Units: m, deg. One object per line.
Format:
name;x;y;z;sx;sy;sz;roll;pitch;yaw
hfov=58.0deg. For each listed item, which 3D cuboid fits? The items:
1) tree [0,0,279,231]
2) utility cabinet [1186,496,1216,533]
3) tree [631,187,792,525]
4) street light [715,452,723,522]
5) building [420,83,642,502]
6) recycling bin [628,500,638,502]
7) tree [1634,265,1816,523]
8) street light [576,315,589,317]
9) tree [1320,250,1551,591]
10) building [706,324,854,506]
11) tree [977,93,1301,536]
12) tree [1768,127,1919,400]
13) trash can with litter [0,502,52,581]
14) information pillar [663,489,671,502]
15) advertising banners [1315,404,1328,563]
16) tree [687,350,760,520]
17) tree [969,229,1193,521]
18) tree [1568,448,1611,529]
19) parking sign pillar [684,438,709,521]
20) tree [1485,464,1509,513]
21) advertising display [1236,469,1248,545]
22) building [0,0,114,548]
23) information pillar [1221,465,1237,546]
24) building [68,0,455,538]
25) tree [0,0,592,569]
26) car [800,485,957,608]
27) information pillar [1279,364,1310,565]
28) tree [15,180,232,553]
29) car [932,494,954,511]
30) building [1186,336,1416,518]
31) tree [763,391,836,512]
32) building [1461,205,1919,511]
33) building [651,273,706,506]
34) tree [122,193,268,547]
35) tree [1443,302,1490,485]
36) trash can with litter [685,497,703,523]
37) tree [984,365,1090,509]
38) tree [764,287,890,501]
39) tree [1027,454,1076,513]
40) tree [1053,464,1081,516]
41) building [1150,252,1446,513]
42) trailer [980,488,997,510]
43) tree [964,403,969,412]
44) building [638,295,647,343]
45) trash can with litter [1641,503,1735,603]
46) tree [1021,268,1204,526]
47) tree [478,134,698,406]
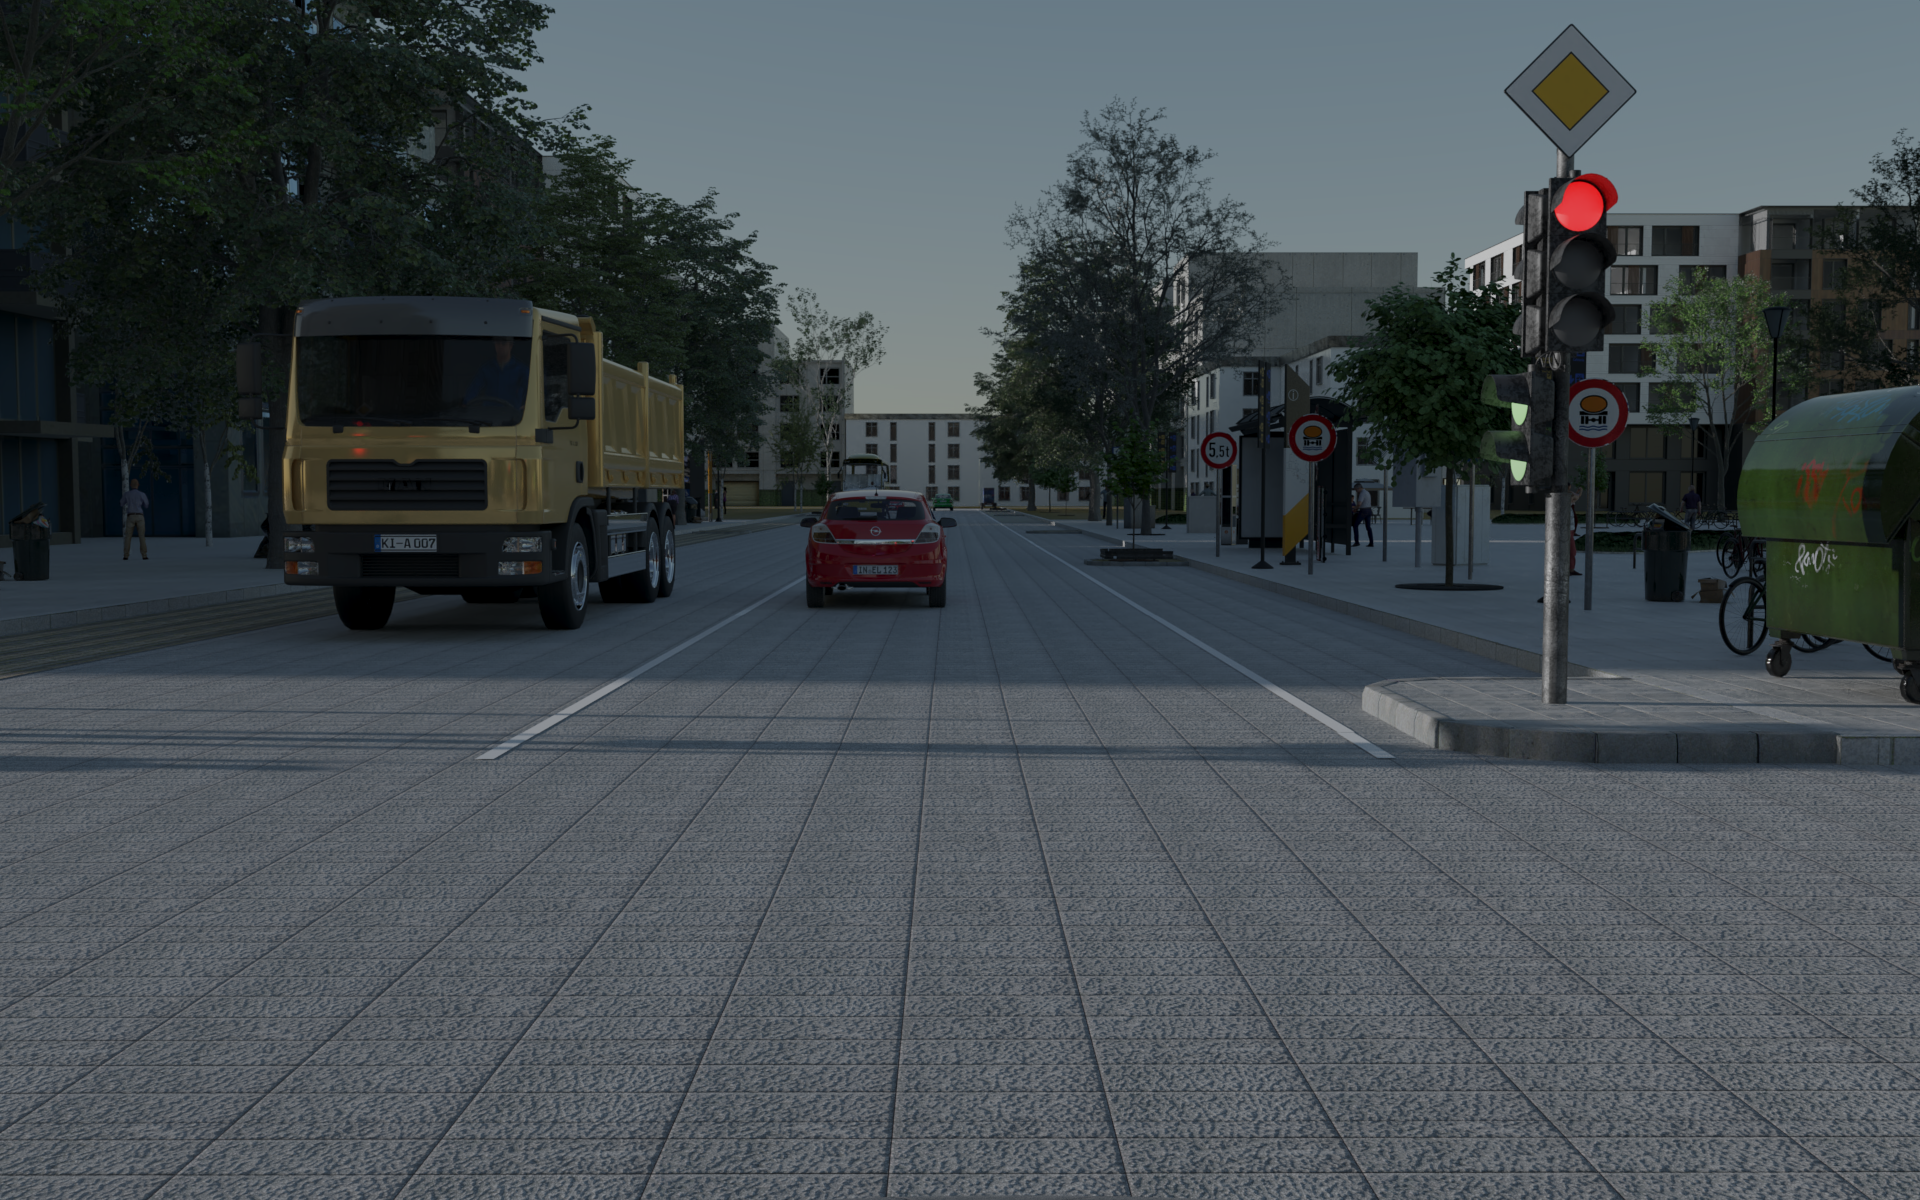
tree;-11.652;-5.737;19.550;9.928;11.665;9.643;0;3;0
utility cabinet;7.980;-2.801;56.963;1.020;1.237;0.306;0;4;-3
tree;-11.777;-10.074;71.370;9.857;13.997;8.962;0;3;0
street light;-10.594;-6.557;79.747;1.470;5.913;1.316;0;4;0
building;-35.642;-15.821;102.649;27.936;21.610;32.646;0;4;0
recycling bin;-12.870;-3.488;69.582;0.722;1.027;0.722;1;4;12
tree;34.330;-9.299;77.795;9.928;11.665;9.643;0;3;0
street light;-10.279;-4.435;45.046;1.470;5.913;1.316;0;4;0
tree;6.668;-2.440;23.600;4.285;4.588;4.351;0;3;0
building;-27.785;-19.719;188.857;31.486;18.905;16.747;0;4;0
tree;5.678;-8.757;53.553;12.009;13.543;11.850;0;3;0
tree;24.702;-6.749;44.756;7.601;10.594;8.767;0;4;0
trash can with litter;-13.997;-0.868;25.575;1.055;1.170;0.624;-1;4;-19
information pillar;-13.886;-4.747;82.105;0.304;2.012;0.304;2;4;24
advertising banners;6.889;-2.259;33.123;0.090;3.025;2.074;0;4;6
tree;-11.986;-8.353;86.928;4.360;8.622;3.978;0;3;0
tree;6.294;-10.706;81.696;9.857;13.997;8.962;0;3;0
tree;23.812;-4.288;64.704;1.663;3.219;1.824;0;3;0
parking sign pillar;-12.700;-5.759;82.634;1.447;3.967;1.447;2;4;24
tree;25.735;-8.012;81.356;4.360;8.622;3.978;0;3;0
advertising display;7.136;-2.370;43.955;0.974;1.923;0.123;-1;4;-19
building;-32.283;-23.266;35.019;22.147;44.769;28.867;0;4;0
information pillar;6.721;-2.375;43.318;0.304;2.012;0.304;2;4;31
building;-32.669;-45.930;63.621;22.319;86.520;31.000;0;4;0
tree;-11.544;-7.518;29.573;9.857;13.997;8.962;0;3;0
car;-1.103;-0.875;23.340;2.155;1.783;4.494;0;4;-2
information pillar;6.051;-2.439;31.238;0.504;3.616;0.183;-1;4;-18
tree;-17.821;-5.321;37.358;4.360;8.622;3.978;0;3;0
car;-1.481;-8.638;150.031;1.959;1.807;4.718;0;4;-1
building;20.234;-10.011;105.826;9.099;9.664;28.070;0;4;0
tree;-11.093;-10.571;123.194;4.737;8.622;4.395;0;3;0
building;60.078;-17.912;136.833;32.646;21.610;27.936;0;4;0
building;-38.282;-16.930;143.267;31.486;18.905;16.747;0;4;0
tree;-18.129;-5.611;42.103;4.737;8.622;4.395;0;3;0
tree;18.698;-7.045;65.543;4.737;8.622;4.395;0;3;0
trash can with litter;-11.654;-3.954;76.041;0.624;1.170;1.055;-3;5;-42
tree;6.224;-14.139;148.176;9.611;12.733;9.660;0;3;0
tree;-13.683;-18.672;161.173;12.611;20.169;13.585;0;3;0
tree;6.364;-8.384;120.799;4.285;4.588;4.351;0;3;0
tree;6.179;-6.604;102.583;1.663;3.219;1.824;0;3;0
building;24.996;-16.442;135.290;16.747;18.905;31.486;0;4;0
trailer;2.611;-9.343;159.800;1.471;1.999;3.904;0;4;-1
tree;5.343;-13.753;131.512;9.857;13.997;8.962;0;3;0
building;-30.651;-16.451;125.385;16.016;20.091;11.380;0;4;0
trash can with litter;8.680;-0.567;20.652;1.055;1.170;0.624;2;4;26
tree;6.302;-8.321;70.461;8.767;10.594;7.601;3;4;36
tree;-11.978;-8.360;54.818;7.486;12.596;7.792;0;3;0
